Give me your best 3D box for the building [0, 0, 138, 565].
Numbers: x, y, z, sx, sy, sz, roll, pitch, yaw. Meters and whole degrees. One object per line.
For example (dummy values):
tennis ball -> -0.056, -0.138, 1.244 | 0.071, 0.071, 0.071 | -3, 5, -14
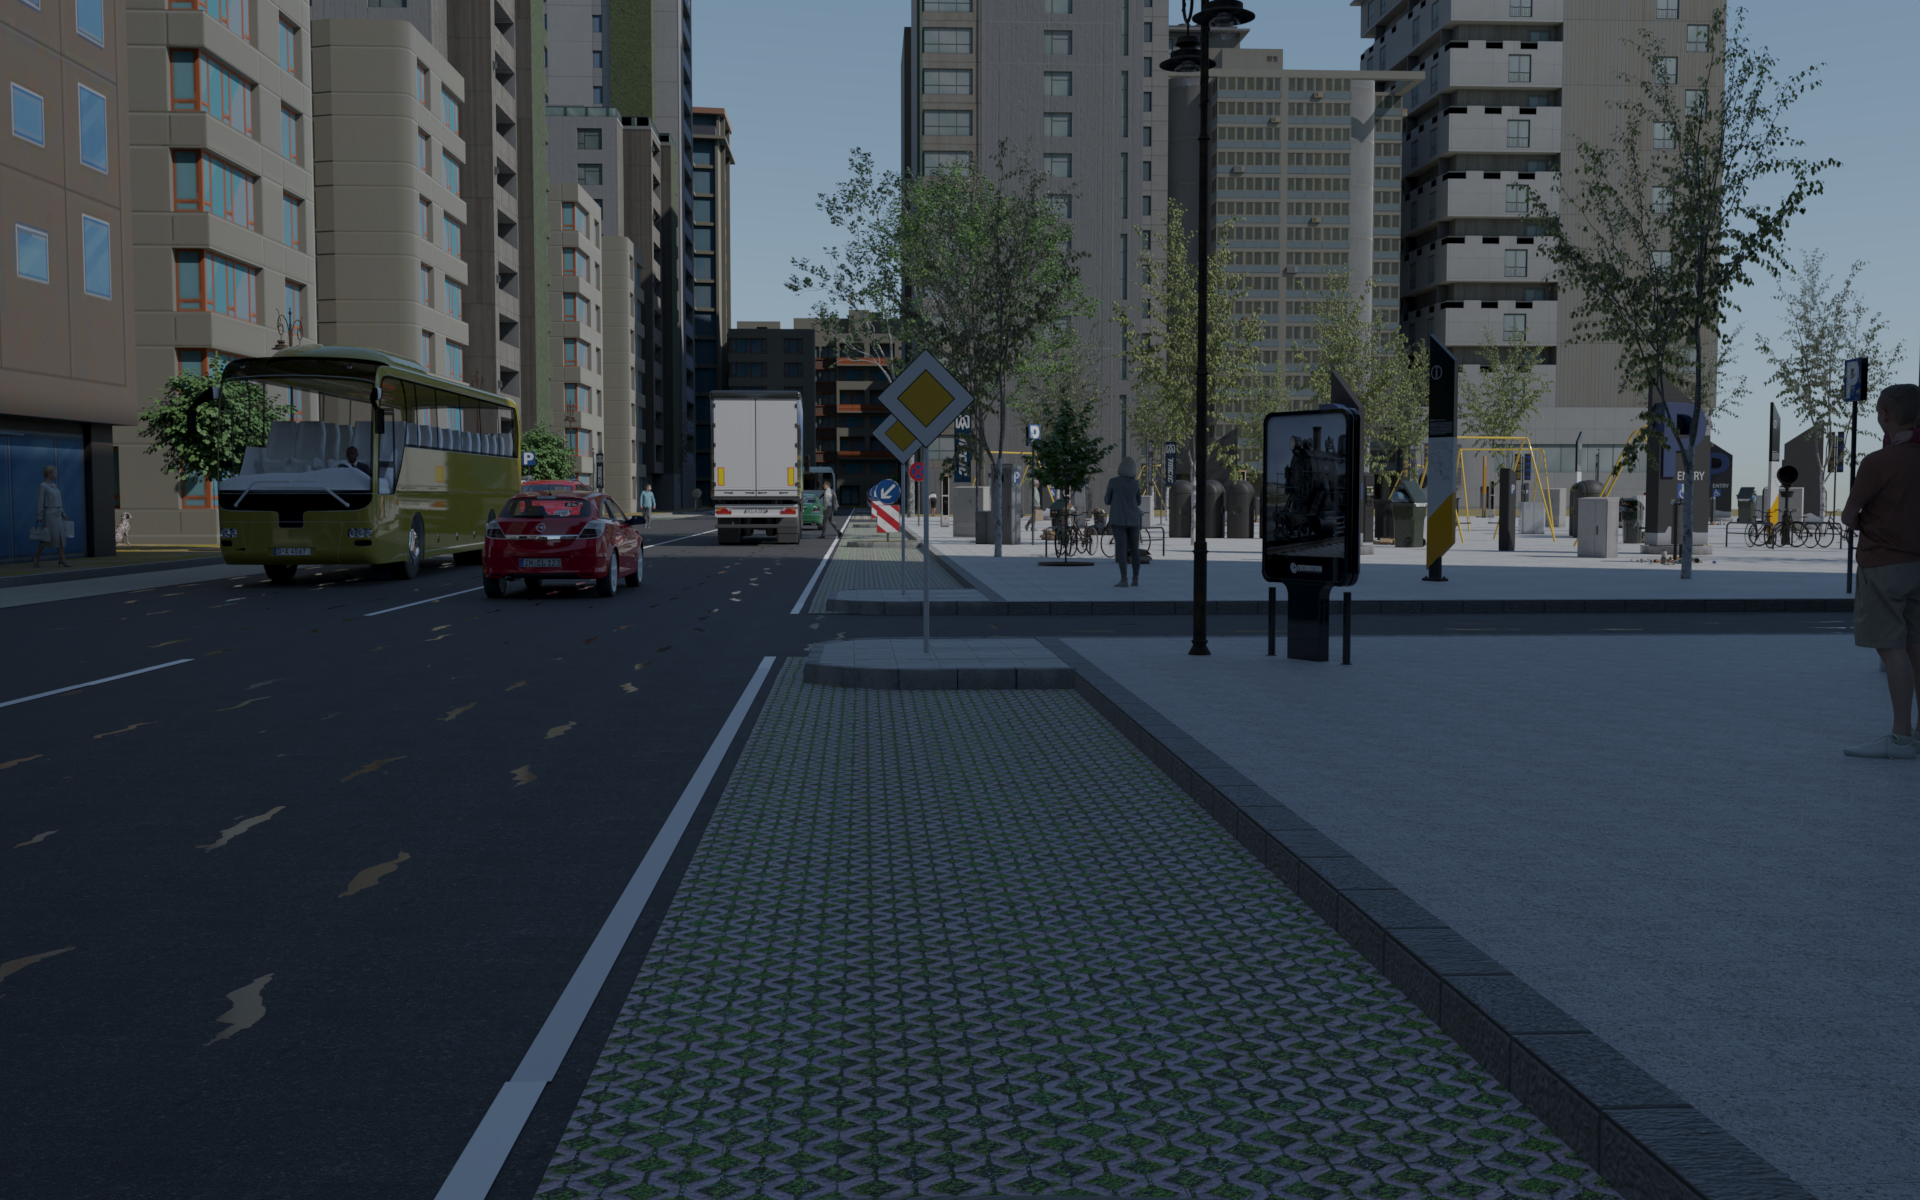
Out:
building -> -23.671, -23.082, 27.509 | 14.600, 45.320, 14.200 | 0, 4, -3

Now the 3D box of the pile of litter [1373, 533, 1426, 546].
pile of litter -> 11.145, -1.822, 43.753 | 1.176, 0.858, 1.719 | -1, 4, -11

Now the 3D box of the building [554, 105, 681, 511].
building -> -29.283, -22.059, 132.369 | 14.160, 30.474, 14.107 | 0, 4, -3

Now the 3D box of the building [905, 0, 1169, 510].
building -> 5.710, -43.317, 146.478 | 20.563, 71.187, 20.611 | 0, 4, -3

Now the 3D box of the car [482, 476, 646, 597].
car -> -5.773, -1.009, 25.535 | 2.155, 1.783, 4.494 | 0, 4, -3

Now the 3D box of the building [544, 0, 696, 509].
building -> -38.970, -37.715, 158.633 | 28.212, 58.520, 21.231 | 0, 4, -3

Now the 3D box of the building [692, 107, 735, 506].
building -> -39.566, -32.749, 190.078 | 28.867, 44.769, 22.147 | 0, 4, -3

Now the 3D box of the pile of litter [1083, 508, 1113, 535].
pile of litter -> 4.358, -2.450, 54.028 | 1.719, 0.858, 1.176 | 2, 4, 26

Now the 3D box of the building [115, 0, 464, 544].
building -> -33.592, -12.977, 57.221 | 27.650, 21.520, 28.899 | 0, 4, -3

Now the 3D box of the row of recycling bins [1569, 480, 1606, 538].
row of recycling bins -> 18.737, -2.723, 51.633 | 1.069, 1.692, 3.534 | 1, 4, 17

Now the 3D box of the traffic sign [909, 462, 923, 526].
traffic sign -> -1.640, -4.204, 68.849 | 0.768, 2.556, 0.104 | 0, 4, 5

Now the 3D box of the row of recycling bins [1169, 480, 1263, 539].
row of recycling bins -> 7.764, -2.641, 50.290 | 3.534, 1.692, 1.069 | 2, 4, 24

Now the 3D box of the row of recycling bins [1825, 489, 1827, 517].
row of recycling bins -> 46.833, -5.510, 97.196 | 1.069, 1.692, 3.534 | -3, 5, -39

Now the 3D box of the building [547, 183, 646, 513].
building -> -35.806, -16.216, 110.175 | 27.650, 21.520, 28.899 | 0, 4, -3

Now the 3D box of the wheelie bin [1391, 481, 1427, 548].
wheelie bin -> 10.777, -2.064, 41.658 | 0.980, 1.594, 0.693 | -3, 5, -44

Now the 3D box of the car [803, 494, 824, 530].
car -> -6.342, -3.536, 69.603 | 2.131, 1.459, 4.920 | 0, 4, -3

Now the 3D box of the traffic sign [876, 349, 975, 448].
traffic sign -> -0.253, -0.719, 13.945 | 0.795, 2.593, 0.064 | 0, 4, -3

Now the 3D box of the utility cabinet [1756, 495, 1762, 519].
utility cabinet -> 43.696, -5.155, 95.448 | 0.306, 1.237, 1.020 | -2, 4, -24

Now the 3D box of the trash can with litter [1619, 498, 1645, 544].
trash can with litter -> 17.514, -2.056, 44.999 | 0.624, 1.170, 1.055 | 3, 5, 42

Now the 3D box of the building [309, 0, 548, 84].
building -> -28.838, -19.266, 86.708 | 14.160, 30.474, 14.107 | 0, 4, -3

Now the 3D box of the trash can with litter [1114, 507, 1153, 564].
trash can with litter -> 3.250, -1.267, 32.096 | 0.624, 1.170, 1.055 | -1, 4, -22

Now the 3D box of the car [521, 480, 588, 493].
car -> -10.862, -2.270, 45.787 | 2.281, 1.827, 5.304 | 0, 4, -3

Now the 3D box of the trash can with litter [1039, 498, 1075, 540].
trash can with litter -> 2.709, -2.272, 48.528 | 0.624, 1.170, 1.055 | 2, 4, 35

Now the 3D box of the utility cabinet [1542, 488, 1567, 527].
utility cabinet -> 22.696, -3.518, 66.195 | 0.318, 1.500, 1.173 | -1, 4, -13

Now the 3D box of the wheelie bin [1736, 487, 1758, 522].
wheelie bin -> 34.664, -4.184, 76.312 | 0.693, 1.594, 0.980 | -3, 4, -38

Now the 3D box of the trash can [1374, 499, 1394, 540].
trash can -> 11.851, -2.236, 48.212 | 0.748, 1.137, 0.748 | 0, 3, 0

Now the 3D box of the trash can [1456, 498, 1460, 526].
trash can -> 18.708, -3.330, 66.091 | 0.748, 1.137, 0.748 | 0, 3, 0

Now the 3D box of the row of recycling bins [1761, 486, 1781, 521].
row of recycling bins -> 39.676, -4.641, 82.985 | 3.534, 1.692, 1.069 | -2, 4, -35

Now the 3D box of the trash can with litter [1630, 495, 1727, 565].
trash can with litter -> 13.179, -1.295, 32.236 | 1.678, 1.210, 2.233 | 2, 4, 34

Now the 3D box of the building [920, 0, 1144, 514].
building -> 4.304, -26.400, 115.237 | 14.154, 41.232, 14.086 | 0, 4, -3

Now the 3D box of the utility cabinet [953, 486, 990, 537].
utility cabinet -> 0.320, -2.565, 50.612 | 1.173, 1.500, 0.318 | 3, 5, 41

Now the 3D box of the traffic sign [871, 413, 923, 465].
traffic sign -> -0.700, -1.207, 21.918 | 0.795, 2.593, 0.064 | 0, 4, -3

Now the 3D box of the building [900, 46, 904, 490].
building -> 1.464, -31.473, 164.701 | 14.600, 45.320, 14.200 | 0, 4, -3

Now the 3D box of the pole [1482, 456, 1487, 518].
pole -> 28.207, -6.075, 93.164 | 0.158, 3.312, 0.155 | 0, 3, 0

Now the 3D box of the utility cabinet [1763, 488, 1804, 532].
utility cabinet -> 27.838, -3.050, 58.553 | 1.173, 1.500, 0.318 | 2, 4, 33

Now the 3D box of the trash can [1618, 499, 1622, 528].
trash can -> 24.880, -3.264, 65.020 | 0.748, 1.137, 0.748 | 0, 3, 0

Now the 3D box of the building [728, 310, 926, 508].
building -> -10.498, -21.434, 195.478 | 28.899, 21.520, 27.650 | 0, 4, -3

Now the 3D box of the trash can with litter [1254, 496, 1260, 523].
trash can with litter -> 13.845, -4.317, 81.647 | 1.678, 1.210, 2.233 | 2, 4, 33

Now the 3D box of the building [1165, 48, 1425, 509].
building -> 25.442, -28.453, 157.088 | 23.993, 40.220, 32.217 | 0, 4, -3

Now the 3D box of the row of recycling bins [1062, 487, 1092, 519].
row of recycling bins -> 5.611, -5.168, 91.606 | 1.069, 1.692, 3.534 | -3, 5, -43

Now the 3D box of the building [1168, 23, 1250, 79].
building -> 17.979, -37.117, 196.103 | 27.495, 52.752, 28.713 | 0, 4, -3

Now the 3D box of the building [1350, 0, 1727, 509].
building -> 51.055, -34.893, 159.743 | 27.495, 52.752, 28.713 | 0, 4, -3

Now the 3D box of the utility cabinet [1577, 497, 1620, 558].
utility cabinet -> 12.912, -1.463, 35.076 | 0.306, 1.237, 1.020 | -1, 4, -13
